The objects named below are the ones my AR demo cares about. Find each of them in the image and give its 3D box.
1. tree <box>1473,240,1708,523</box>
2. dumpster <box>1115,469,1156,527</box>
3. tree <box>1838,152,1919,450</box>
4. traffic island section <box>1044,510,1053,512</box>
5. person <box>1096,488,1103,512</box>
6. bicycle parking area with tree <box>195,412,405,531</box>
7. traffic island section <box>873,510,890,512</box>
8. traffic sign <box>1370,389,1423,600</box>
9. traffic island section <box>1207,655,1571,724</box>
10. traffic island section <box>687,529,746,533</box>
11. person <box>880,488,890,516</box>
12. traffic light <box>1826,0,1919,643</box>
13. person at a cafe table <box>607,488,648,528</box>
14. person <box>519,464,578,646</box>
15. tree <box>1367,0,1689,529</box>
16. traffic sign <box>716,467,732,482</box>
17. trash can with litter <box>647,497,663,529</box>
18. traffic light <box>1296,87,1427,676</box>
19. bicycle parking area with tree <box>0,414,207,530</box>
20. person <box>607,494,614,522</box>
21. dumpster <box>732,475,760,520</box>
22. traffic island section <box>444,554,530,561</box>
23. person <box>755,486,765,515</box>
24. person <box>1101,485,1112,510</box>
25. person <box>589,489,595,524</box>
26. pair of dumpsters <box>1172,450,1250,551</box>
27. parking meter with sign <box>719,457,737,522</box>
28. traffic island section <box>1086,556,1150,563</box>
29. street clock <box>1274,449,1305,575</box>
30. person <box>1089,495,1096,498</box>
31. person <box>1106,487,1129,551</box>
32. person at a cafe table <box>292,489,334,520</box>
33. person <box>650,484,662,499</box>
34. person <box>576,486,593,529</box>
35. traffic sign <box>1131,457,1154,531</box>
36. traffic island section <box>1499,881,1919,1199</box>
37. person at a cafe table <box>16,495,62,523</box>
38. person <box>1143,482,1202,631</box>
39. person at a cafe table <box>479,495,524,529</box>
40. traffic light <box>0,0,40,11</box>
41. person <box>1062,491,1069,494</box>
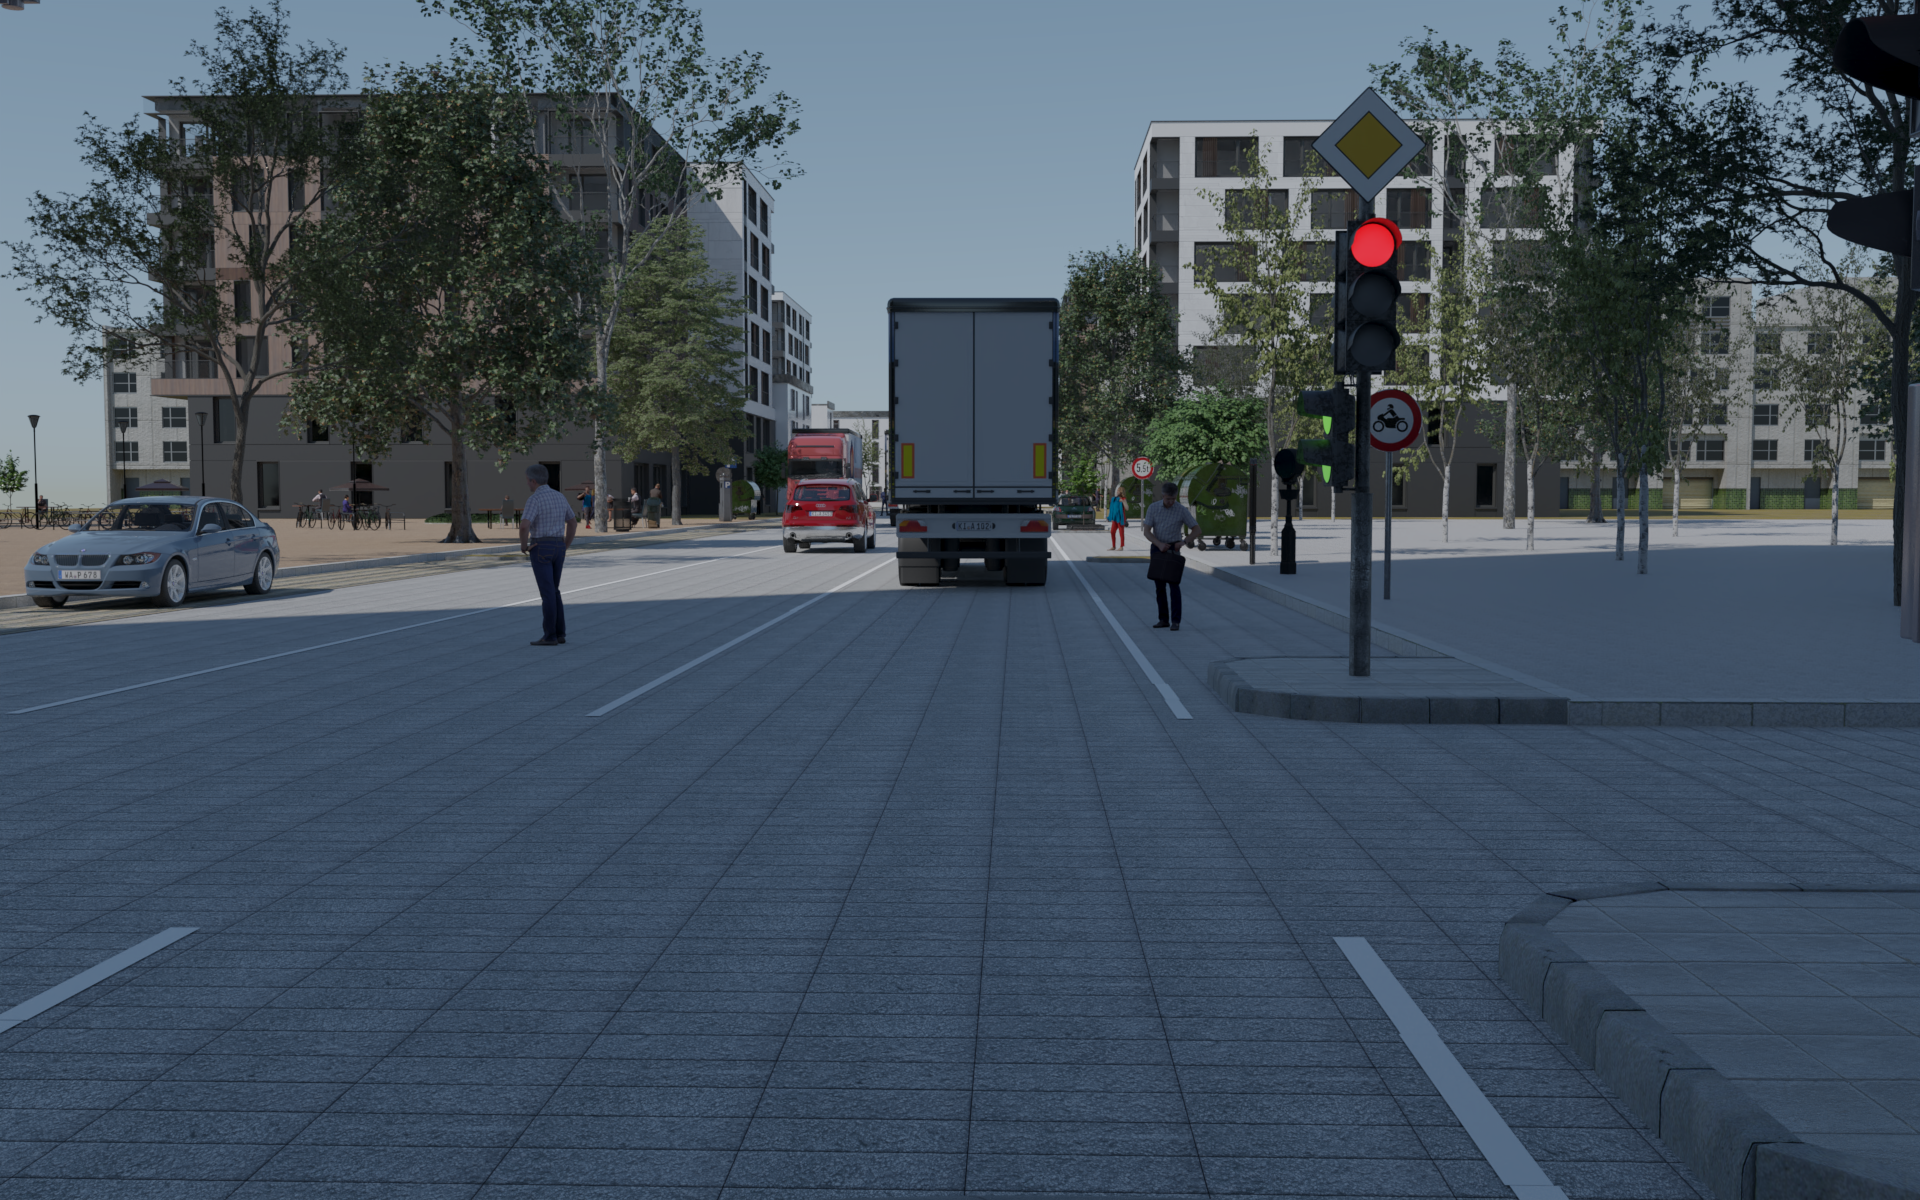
[{"bbox_3d":[28.245,-9.768,76.722,9.611,12.733,9.660,0,3,0],"label":"tree"},{"bbox_3d":[6.826,-3.964,67.305,1.502,2.255,1.985,0,4,2],"label":"dumpster"},{"bbox_3d":[22.165,-7.128,33.551,9.611,12.733,9.660,0,3,0],"label":"tree"},{"bbox_3d":[7.251,-7.268,141.704,1.991,0.108,1.994,0,4,2],"label":"traffic island section"},{"bbox_3d":[10.222,-7.356,126.765,0.568,1.767,0.683,1,4,14],"label":"person"},{"bbox_3d":[-24.336,-4.588,62.013,8.231,4.147,9.016,-1,4,-21],"label":"bicycle parking area with tree"},{"bbox_3d":[-6.490,-7.276,141.832,1.991,0.108,1.994,0,4,2],"label":"traffic island section"},{"bbox_3d":[5.204,-1.280,21.027,0.768,2.556,0.104,0,4,4],"label":"traffic sign"},{"bbox_3d":[2.847,0.614,12.248,2.009,0.180,2.903,0,4,2],"label":"traffic island section"},{"bbox_3d":[-9.099,-2.583,65.094,1.991,0.108,1.994,0,4,2],"label":"traffic island section"},{"bbox_3d":[-4.903,-6.423,113.390,0.709,1.838,0.599,-1,4,-14],"label":"person"},{"bbox_3d":[0.443,-1.799,4.085,4.771,5.953,1.251,0,4,2],"label":"traffic light"},{"bbox_3d":[-12.625,-3.489,65.567,1.622,1.524,1.698,1,4,9],"label":"person at a cafe table"},{"bbox_3d":[-3.955,-0.425,16.392,0.436,1.711,0.756,3,4,36],"label":"person"},{"bbox_3d":[21.208,-12.606,61.997,12.611,20.169,13.585,0,3,0],"label":"tree"},{"bbox_3d":[-11.114,-4.976,81.466,0.768,2.556,0.104,0,4,6],"label":"traffic sign"},{"bbox_3d":[-11.387,-3.259,64.672,0.624,1.170,1.055,-1,4,-9],"label":"trash can with litter"},{"bbox_3d":[2.808,-1.420,12.136,0.839,4.253,0.868,0,4,2],"label":"traffic light"},{"bbox_3d":[-33.235,-4.790,65.314,9.016,4.147,8.231,1,4,22],"label":"bicycle parking area with tree"},{"bbox_3d":[-16.199,-4.304,79.605,0.628,1.438,0.799,-1,4,-13],"label":"person"},{"bbox_3d":[-10.787,-5.104,85.941,1.502,2.255,1.985,0,4,2],"label":"dumpster"},{"bbox_3d":[-10.018,-0.927,38.022,1.991,0.108,1.994,0,4,2],"label":"traffic island section"},{"bbox_3d":[-12.526,-6.173,107.106,1.348,1.807,0.705,3,4,36],"label":"person"},{"bbox_3d":[8.392,-5.449,95.269,1.348,1.807,0.705,1,4,12],"label":"person"},{"bbox_3d":[-15.517,-3.963,73.380,0.480,1.512,0.613,1,4,20],"label":"person"},{"bbox_3d":[5.900,-2.343,40.798,1.574,2.255,4.437,0,4,2],"label":"pair of dumpsters"},{"bbox_3d":[-10.836,-5.142,80.340,0.543,3.016,1.738,-1,4,-22],"label":"parking meter with sign"},{"bbox_3d":[3.692,-0.860,36.927,1.991,0.108,1.994,0,4,2],"label":"traffic island section"},{"bbox_3d":[5.255,-1.413,27.679,0.358,2.002,0.471,-3,4,-36],"label":"street clock"},{"bbox_3d":[10.969,-8.563,146.734,1.217,1.739,0.721,1,4,15],"label":"person"},{"bbox_3d":[3.966,-2.043,43.603,0.444,1.614,0.593,-1,4,-14],"label":"person"},{"bbox_3d":[-31.555,-4.680,85.029,1.622,1.524,1.698,3,4,37],"label":"person at a cafe table"},{"bbox_3d":[-13.781,-4.392,78.543,0.565,1.739,0.600,-1,4,-9],"label":"person"},{"bbox_3d":[-13.818,-3.435,64.067,0.662,1.594,0.647,2,4,31],"label":"person"},{"bbox_3d":[6.258,-3.628,59.427,0.768,2.556,0.104,0,4,4],"label":"traffic sign"},{"bbox_3d":[2.576,1.102,4.268,2.009,0.180,2.903,0,4,2],"label":"traffic island section"},{"bbox_3d":[-41.038,-4.065,77.318,1.698,1.238,1.726,-1,4,-21],"label":"person at a cafe table"},{"bbox_3d":[2.243,-0.466,18.339,0.614,1.554,0.590,1,4,17],"label":"person"},{"bbox_3d":[-16.767,-3.240,63.839,1.698,1.238,1.726,-1,4,-22],"label":"person at a cafe table"},{"bbox_3d":[-9.073,-2.317,12.557,4.771,5.953,1.251,0,4,2],"label":"traffic light"},{"bbox_3d":[9.848,-9.474,161.737,0.742,1.727,0.445,-1,4,-23],"label":"person"}]
